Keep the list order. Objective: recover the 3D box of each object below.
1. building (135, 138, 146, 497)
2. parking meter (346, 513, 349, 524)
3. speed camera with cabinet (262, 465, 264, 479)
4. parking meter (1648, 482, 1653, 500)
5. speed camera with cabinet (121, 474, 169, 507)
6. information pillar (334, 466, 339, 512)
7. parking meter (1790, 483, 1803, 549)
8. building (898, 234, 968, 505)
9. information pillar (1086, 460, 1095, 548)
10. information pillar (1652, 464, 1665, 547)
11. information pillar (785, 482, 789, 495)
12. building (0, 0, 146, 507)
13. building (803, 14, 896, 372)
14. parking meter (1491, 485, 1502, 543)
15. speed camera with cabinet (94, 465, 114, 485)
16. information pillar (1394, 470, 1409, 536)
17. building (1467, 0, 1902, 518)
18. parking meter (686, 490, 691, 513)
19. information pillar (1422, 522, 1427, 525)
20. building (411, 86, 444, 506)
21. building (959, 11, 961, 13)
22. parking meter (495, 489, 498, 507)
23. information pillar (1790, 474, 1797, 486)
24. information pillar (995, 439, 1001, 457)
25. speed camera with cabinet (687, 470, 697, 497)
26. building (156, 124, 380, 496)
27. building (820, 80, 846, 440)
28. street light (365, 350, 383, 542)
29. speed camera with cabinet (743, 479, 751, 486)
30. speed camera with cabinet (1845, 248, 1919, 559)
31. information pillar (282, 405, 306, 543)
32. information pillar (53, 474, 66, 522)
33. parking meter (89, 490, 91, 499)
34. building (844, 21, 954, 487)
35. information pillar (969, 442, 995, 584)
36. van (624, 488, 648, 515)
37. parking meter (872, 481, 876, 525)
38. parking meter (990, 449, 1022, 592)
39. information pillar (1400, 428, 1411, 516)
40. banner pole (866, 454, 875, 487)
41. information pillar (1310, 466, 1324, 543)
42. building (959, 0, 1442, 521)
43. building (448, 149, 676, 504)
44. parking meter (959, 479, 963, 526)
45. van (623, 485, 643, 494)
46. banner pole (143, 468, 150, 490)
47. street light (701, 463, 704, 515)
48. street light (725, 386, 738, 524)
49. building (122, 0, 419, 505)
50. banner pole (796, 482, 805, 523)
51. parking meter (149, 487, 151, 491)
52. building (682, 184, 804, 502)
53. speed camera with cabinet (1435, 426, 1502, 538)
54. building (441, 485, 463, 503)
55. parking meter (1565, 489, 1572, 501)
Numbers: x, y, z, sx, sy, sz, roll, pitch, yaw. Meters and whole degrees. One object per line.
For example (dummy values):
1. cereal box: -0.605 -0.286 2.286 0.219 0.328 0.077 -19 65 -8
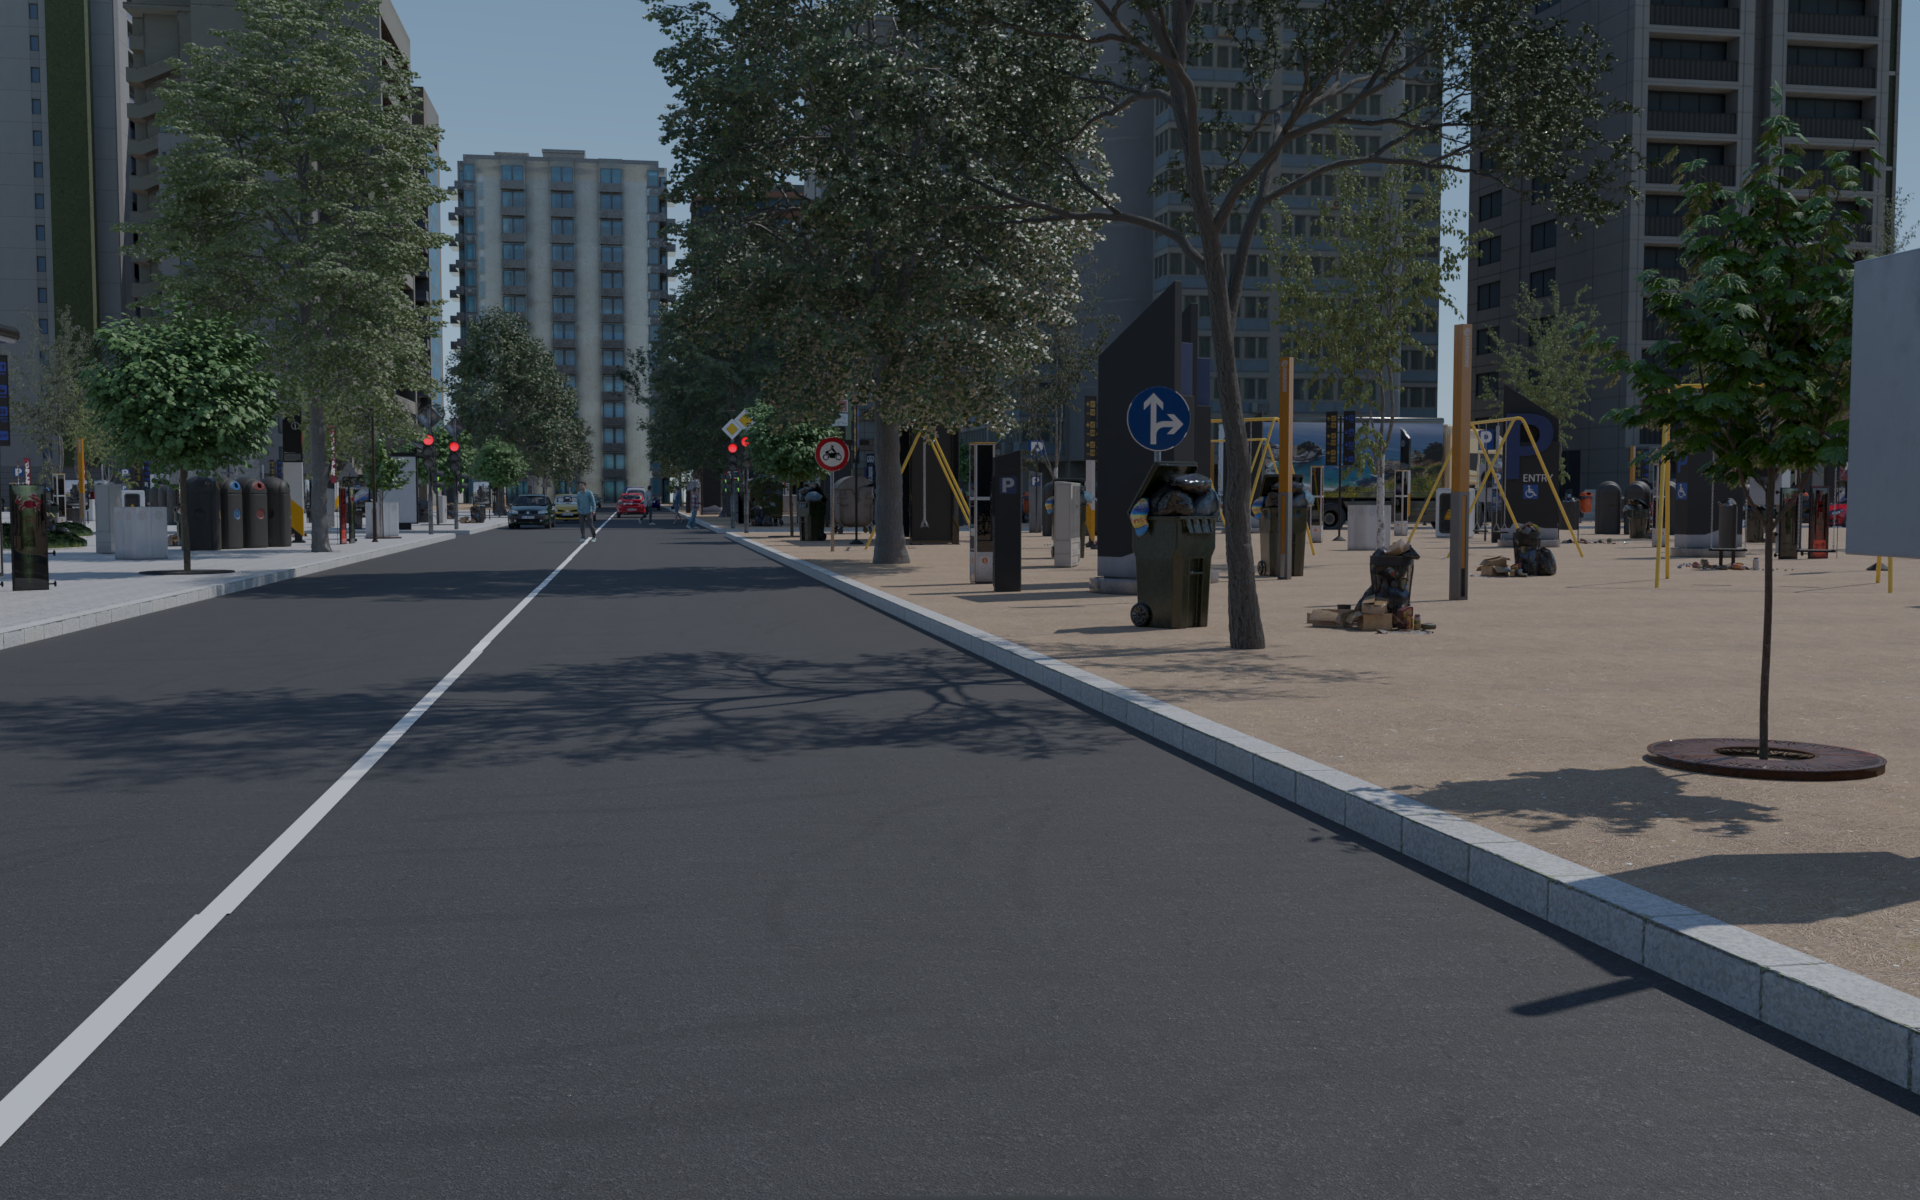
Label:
1. building: -77.647 -30.575 183.488 14.086 41.232 14.154 -1 4 -11
2. parking meter: -26.736 -4.097 75.402 0.372 1.533 0.369 0 3 0
3. speed camera with cabinet: -47.668 -7.529 117.434 0.660 3.252 2.038 -3 5 -40
4. parking meter: 34.130 -4.875 85.410 0.399 1.863 0.255 1 4 21
5. speed camera with cabinet: -36.119 -5.033 76.631 2.038 3.252 0.660 -3 5 -40
6. information pillar: -44.213 -8.041 122.829 0.183 3.616 0.504 0 4 7
7. parking meter: 19.430 -1.956 40.386 0.372 1.533 0.369 0 3 0
8. building: 9.677 -17.419 129.847 27.650 21.520 28.899 -1 4 -11
9. information pillar: 3.140 -3.075 41.626 0.183 3.616 0.504 -1 4 -13
10. information pillar: 16.910 -2.281 41.782 0.304 2.012 0.304 0 4 4
11. information pillar: -12.852 -8.418 128.993 0.183 3.616 0.504 -3 5 -41
12. building: -97.889 -38.754 175.629 28.212 58.520 21.231 -1 4 -11
13. building: -2.472 -36.781 190.600 28.713 52.752 27.495 -1 4 -11
14. parking meter: 14.180 -2.271 45.537 0.372 1.533 0.369 0 3 0
15. speed camera with cabinet: -64.105 -8.235 128.971 2.038 3.252 0.660 -1 4 -23
16. information pillar: 13.525 -2.972 53.087 0.304 2.012 0.304 -3 5 -42
17. building: 43.534 -40.389 98.605 20.611 71.187 20.563 -1 4 -11
18. parking meter: -18.287 -6.620 116.648 0.372 1.533 0.369 0 3 0
19. information pillar: 19.047 -4.864 70.889 0.183 3.616 0.504 1 4 15
20. building: -63.761 -32.779 186.040 14.200 45.320 14.600 -1 4 -11
21. building: 4.055 -57.457 252.094 31.000 86.520 22.319 -1 4 -11
22. parking meter: -35.494 -7.795 133.159 0.399 1.863 0.255 -2 4 -28
23. information pillar: 21.285 -2.452 44.583 0.304 2.012 0.304 -1 4 -14
24. information pillar: 1.537 -5.052 73.958 0.504 3.616 0.183 -1 4 -14
25. speed camera with cabinet: -17.697 -7.614 118.820 2.038 3.252 0.660 -1 4 -10
26. building: -55.023 -22.483 139.294 14.160 30.474 14.107 -1 4 -11
27. building: -5.915 -31.737 169.010 14.600 45.320 14.200 -1 4 -11
28. street light: -15.617 -4.482 46.063 0.468 5.910 1.993 -1 4 -11
29. speed camera with cabinet: -12.582 -6.981 108.475 2.038 3.252 0.660 1 4 10
30. speed camera with cabinet: 4.369 -0.733 6.321 2.038 3.252 0.660 0 4 -5
31. information pillar: -17.445 -3.302 45.350 0.504 3.616 0.183 -1 4 -9
32. information pillar: -32.539 -3.553 62.585 0.304 2.012 0.304 3 4 36
33. parking meter: -48.417 -5.386 96.466 0.372 1.533 0.369 0 3 0
34. building: -3.500 -28.816 154.731 14.154 41.232 14.086 -1 4 -11
35. information pillar: 0.317 -1.238 24.739 0.304 2.012 0.304 -1 4 -15
36. van: -22.496 -6.934 120.378 2.013 2.044 4.112 -1 4 -10
37. parking meter: -3.468 -4.069 72.232 0.399 1.863 0.255 1 4 15
38. parking meter: 0.602 -1.045 22.789 0.399 1.863 0.255 0 4 -5
39. information pillar: 15.642 -4.253 60.890 0.183 3.616 0.504 -2 4 -25
40. banner pole: -4.723 -6.385 94.409 0.863 3.779 0.401 1 4 10
41. information pillar: 9.354 -2.502 45.404 0.304 2.012 0.304 1 4 21
42. building: 13.225 -24.764 96.775 23.993 40.220 32.217 -1 4 -11
43. building: -55.344 -38.147 243.313 30.456 49.044 23.786 -1 4 -11
44. parking meter: -0.080 -3.883 69.192 0.255 1.863 0.399 3 5 41
45. van: -29.760 -9.433 158.608 2.240 2.365 5.245 -1 4 -10
46. banner pole: -55.886 -7.908 119.310 0.863 3.779 0.401 -3 4 -38
47. street light: -15.763 -8.132 105.741 0.468 5.910 1.993 -1 4 -11
48. street light: -9.634 -6.134 73.074 0.468 5.910 1.993 -1 4 -11
49. building: -61.548 -32.555 155.982 21.300 48.544 21.600 -1 4 -11
50. banner pole: -7.085 -5.235 75.606 0.401 3.779 0.863 -1 4 -11
51. parking meter: -59.251 -7.420 127.027 0.255 1.863 0.399 1 4 15
52. building: -25.545 -36.253 247.363 28.867 44.769 22.147 -1 4 -11
53. speed camera with cabinet: 14.937 -3.437 50.533 0.660 3.252 2.038 -3 5 -45
54. building: -84.676 -39.747 239.107 27.495 52.752 28.713 -1 4 -11
55. parking meter: 30.862 -4.861 87.882 0.372 1.533 0.369 0 3 0
